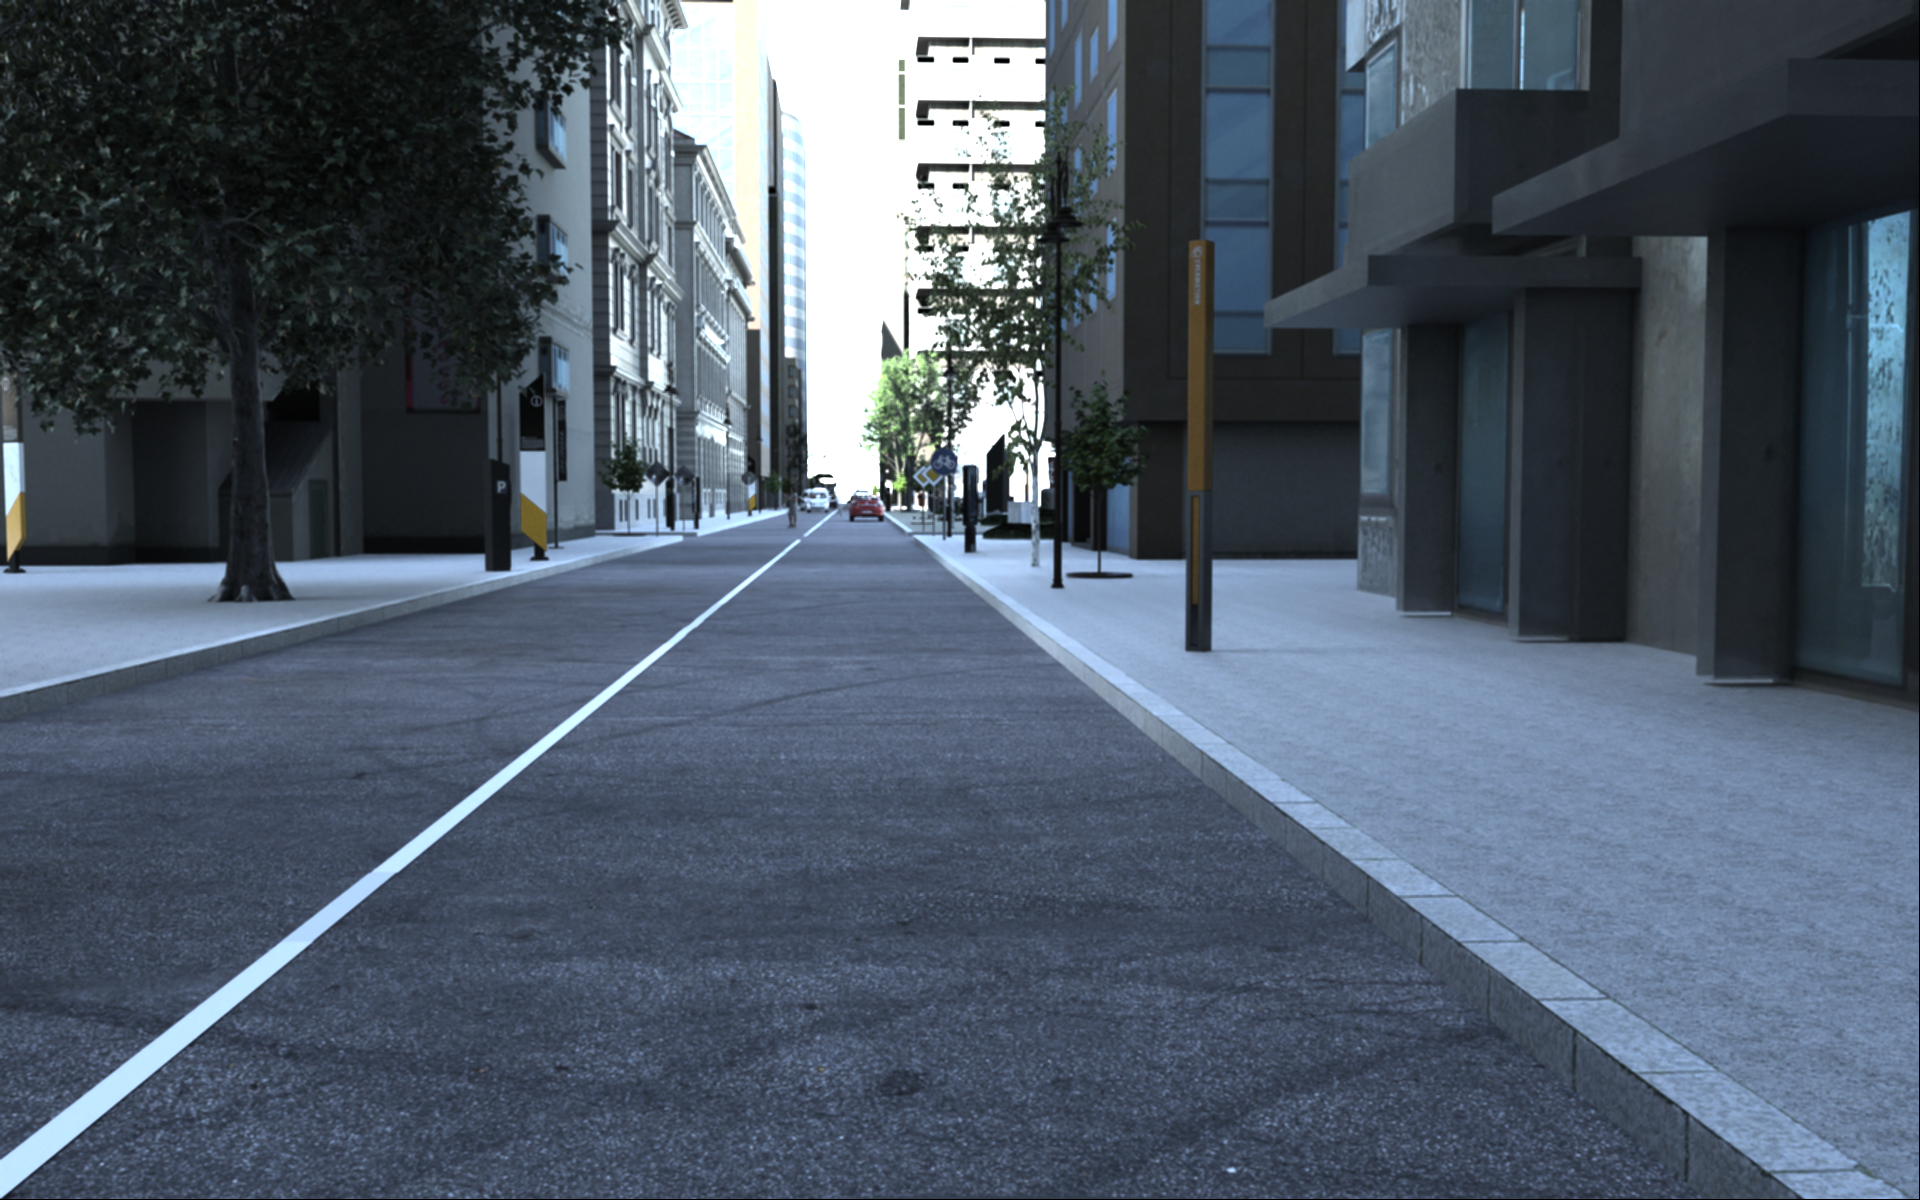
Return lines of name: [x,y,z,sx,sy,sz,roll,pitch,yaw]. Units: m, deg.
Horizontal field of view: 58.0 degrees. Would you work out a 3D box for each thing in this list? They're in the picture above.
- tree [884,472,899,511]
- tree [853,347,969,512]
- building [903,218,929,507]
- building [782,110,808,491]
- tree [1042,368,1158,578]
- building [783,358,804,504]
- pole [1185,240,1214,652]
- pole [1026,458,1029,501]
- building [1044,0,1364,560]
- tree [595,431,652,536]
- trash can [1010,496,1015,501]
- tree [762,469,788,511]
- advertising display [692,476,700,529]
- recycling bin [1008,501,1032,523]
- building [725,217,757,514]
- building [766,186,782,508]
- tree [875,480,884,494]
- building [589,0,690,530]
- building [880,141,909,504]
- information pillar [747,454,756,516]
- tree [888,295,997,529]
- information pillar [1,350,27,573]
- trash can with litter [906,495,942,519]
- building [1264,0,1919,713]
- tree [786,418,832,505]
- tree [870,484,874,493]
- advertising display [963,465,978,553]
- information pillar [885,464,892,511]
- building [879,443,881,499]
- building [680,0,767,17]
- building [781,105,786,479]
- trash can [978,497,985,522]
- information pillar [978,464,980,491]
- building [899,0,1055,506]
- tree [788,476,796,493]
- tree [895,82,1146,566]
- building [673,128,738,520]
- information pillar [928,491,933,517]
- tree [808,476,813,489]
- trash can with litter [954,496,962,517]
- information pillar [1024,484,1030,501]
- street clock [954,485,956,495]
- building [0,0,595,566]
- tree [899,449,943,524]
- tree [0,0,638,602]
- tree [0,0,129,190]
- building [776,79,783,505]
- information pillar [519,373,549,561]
tree: [-4.334,-8.352,131.158,1.663,3.219,1.824,0,3,0]
tree: [-3.441,-11.954,121.198,9.928,11.665,9.643,0,3,0]
building: [1.006,-25.171,183.253,14.160,30.474,14.107,0,4,-3]
building: [-33.852,-43.944,260.476,21.231,58.520,28.212,0,4,-3]
tree: [2.178,-1.957,26.597,1.663,3.219,1.824,0,3,0]
building: [-35.411,-23.726,232.961,27.650,21.520,28.899,0,4,-3]
pole: [1.950,-1.237,14.063,0.158,3.312,0.155,0,3,0]
pole: [3.863,-6.435,99.057,0.158,3.312,0.155,0,3,0]
building: [9.597,-23.814,39.472,14.600,45.320,14.200,0,4,-3]
tree: [-10.183,-3.585,53.217,1.663,3.219,1.824,0,3,0]
trash can: [3.949,-7.576,135.525,0.748,1.137,0.748,0,3,0]
tree: [-14.500,-8.520,133.907,1.663,3.219,1.824,0,3,0]
advertising display: [-9.695,-3.571,63.595,0.123,1.923,0.974,-1,4,-17]
recycling bin: [2.168,-2.968,61.088,0.722,1.027,0.722,-3,4,-36]
building: [-21.005,-16.800,116.482,13.314,21.916,24.055,0,4,-3]
building: [-23.451,-23.469,155.426,14.160,30.474,14.107,0,4,-3]
tree: [-7.473,-11.466,182.077,1.663,3.219,1.824,0,3,0]
building: [-19.044,-17.345,70.978,14.401,28.519,23.554,0,4,-3]
building: [-0.009,-37.337,234.163,21.300,48.544,21.600,0,4,-3]
information pillar: [-12.224,-6.729,101.379,0.504,3.616,0.183,-1,4,-9]
tree: [-0.385,-6.966,64.263,4.360,8.622,3.978,0,3,0]
information pillar: [-15.336,-2.245,28.061,0.504,3.616,0.183,2,4,35]
trash can with litter: [-1.717,-4.792,89.406,2.233,1.210,1.678,-1,4,-9]
building: [15.554,-23.840,9.386,23.786,49.044,30.456,0,4,-3]
tree: [-19.825,-16.993,212.251,8.767,10.594,7.601,-1,4,-11]
tree: [-14.018,-17.833,286.168,1.663,3.219,1.824,0,3,0]
advertising display: [0.227,-2.023,38.296,0.123,1.923,0.974,1,4,13]
information pillar: [-5.577,-8.761,134.593,0.504,3.616,0.183,-1,4,-10]
building: [1.838,-25.433,260.865,27.650,21.520,28.899,0,4,-3]
building: [-22.856,-30.015,140.855,14.600,45.320,14.200,0,4,-3]
building: [-25.895,-32.604,183.178,14.600,45.320,14.200,0,4,-3]
trash can: [0.805,-4.183,80.045,0.748,1.137,0.748,0,3,0]
information pillar: [1.465,-8.726,134.020,0.183,3.616,0.504,0,4,-8]
building: [9.032,-35.047,162.250,28.713,52.752,27.495,0,4,-3]
tree: [-16.684,-10.517,166.561,1.663,3.219,1.824,0,3,0]
tree: [1.097,-4.902,30.511,4.737,8.622,4.395,0,3,0]
building: [-18.558,-15.771,94.005,11.583,22.565,21.152,0,4,-3]
information pillar: [-1.670,-5.688,97.494,0.304,2.012,0.304,0,4,-5]
tree: [-24.766,-18.904,292.794,4.285,4.588,4.351,0,3,0]
trash can with litter: [-0.308,-5.329,98.521,0.624,1.170,1.055,1,4,22]
information pillar: [4.860,-7.409,125.631,0.304,2.012,0.304,1,4,18]
street clock: [-0.469,-7.816,132.364,0.358,2.002,0.471,0,4,-6]
building: [-20.850,-25.432,39.522,21.600,48.544,21.300,0,4,-3]
tree: [-1.578,-4.869,74.209,1.663,3.219,1.824,0,3,0]
tree: [-8.671,-6.345,20.747,9.611,12.733,9.660,0,3,0]
tree: [-8.031,-3.770,11.999,4.360,8.622,3.978,0,3,0]
building: [-25.346,-31.737,169.012,14.600,45.320,14.200,0,4,-3]
information pillar: [-8.213,-2.570,33.382,0.504,3.616,0.183,-1,4,-10]
